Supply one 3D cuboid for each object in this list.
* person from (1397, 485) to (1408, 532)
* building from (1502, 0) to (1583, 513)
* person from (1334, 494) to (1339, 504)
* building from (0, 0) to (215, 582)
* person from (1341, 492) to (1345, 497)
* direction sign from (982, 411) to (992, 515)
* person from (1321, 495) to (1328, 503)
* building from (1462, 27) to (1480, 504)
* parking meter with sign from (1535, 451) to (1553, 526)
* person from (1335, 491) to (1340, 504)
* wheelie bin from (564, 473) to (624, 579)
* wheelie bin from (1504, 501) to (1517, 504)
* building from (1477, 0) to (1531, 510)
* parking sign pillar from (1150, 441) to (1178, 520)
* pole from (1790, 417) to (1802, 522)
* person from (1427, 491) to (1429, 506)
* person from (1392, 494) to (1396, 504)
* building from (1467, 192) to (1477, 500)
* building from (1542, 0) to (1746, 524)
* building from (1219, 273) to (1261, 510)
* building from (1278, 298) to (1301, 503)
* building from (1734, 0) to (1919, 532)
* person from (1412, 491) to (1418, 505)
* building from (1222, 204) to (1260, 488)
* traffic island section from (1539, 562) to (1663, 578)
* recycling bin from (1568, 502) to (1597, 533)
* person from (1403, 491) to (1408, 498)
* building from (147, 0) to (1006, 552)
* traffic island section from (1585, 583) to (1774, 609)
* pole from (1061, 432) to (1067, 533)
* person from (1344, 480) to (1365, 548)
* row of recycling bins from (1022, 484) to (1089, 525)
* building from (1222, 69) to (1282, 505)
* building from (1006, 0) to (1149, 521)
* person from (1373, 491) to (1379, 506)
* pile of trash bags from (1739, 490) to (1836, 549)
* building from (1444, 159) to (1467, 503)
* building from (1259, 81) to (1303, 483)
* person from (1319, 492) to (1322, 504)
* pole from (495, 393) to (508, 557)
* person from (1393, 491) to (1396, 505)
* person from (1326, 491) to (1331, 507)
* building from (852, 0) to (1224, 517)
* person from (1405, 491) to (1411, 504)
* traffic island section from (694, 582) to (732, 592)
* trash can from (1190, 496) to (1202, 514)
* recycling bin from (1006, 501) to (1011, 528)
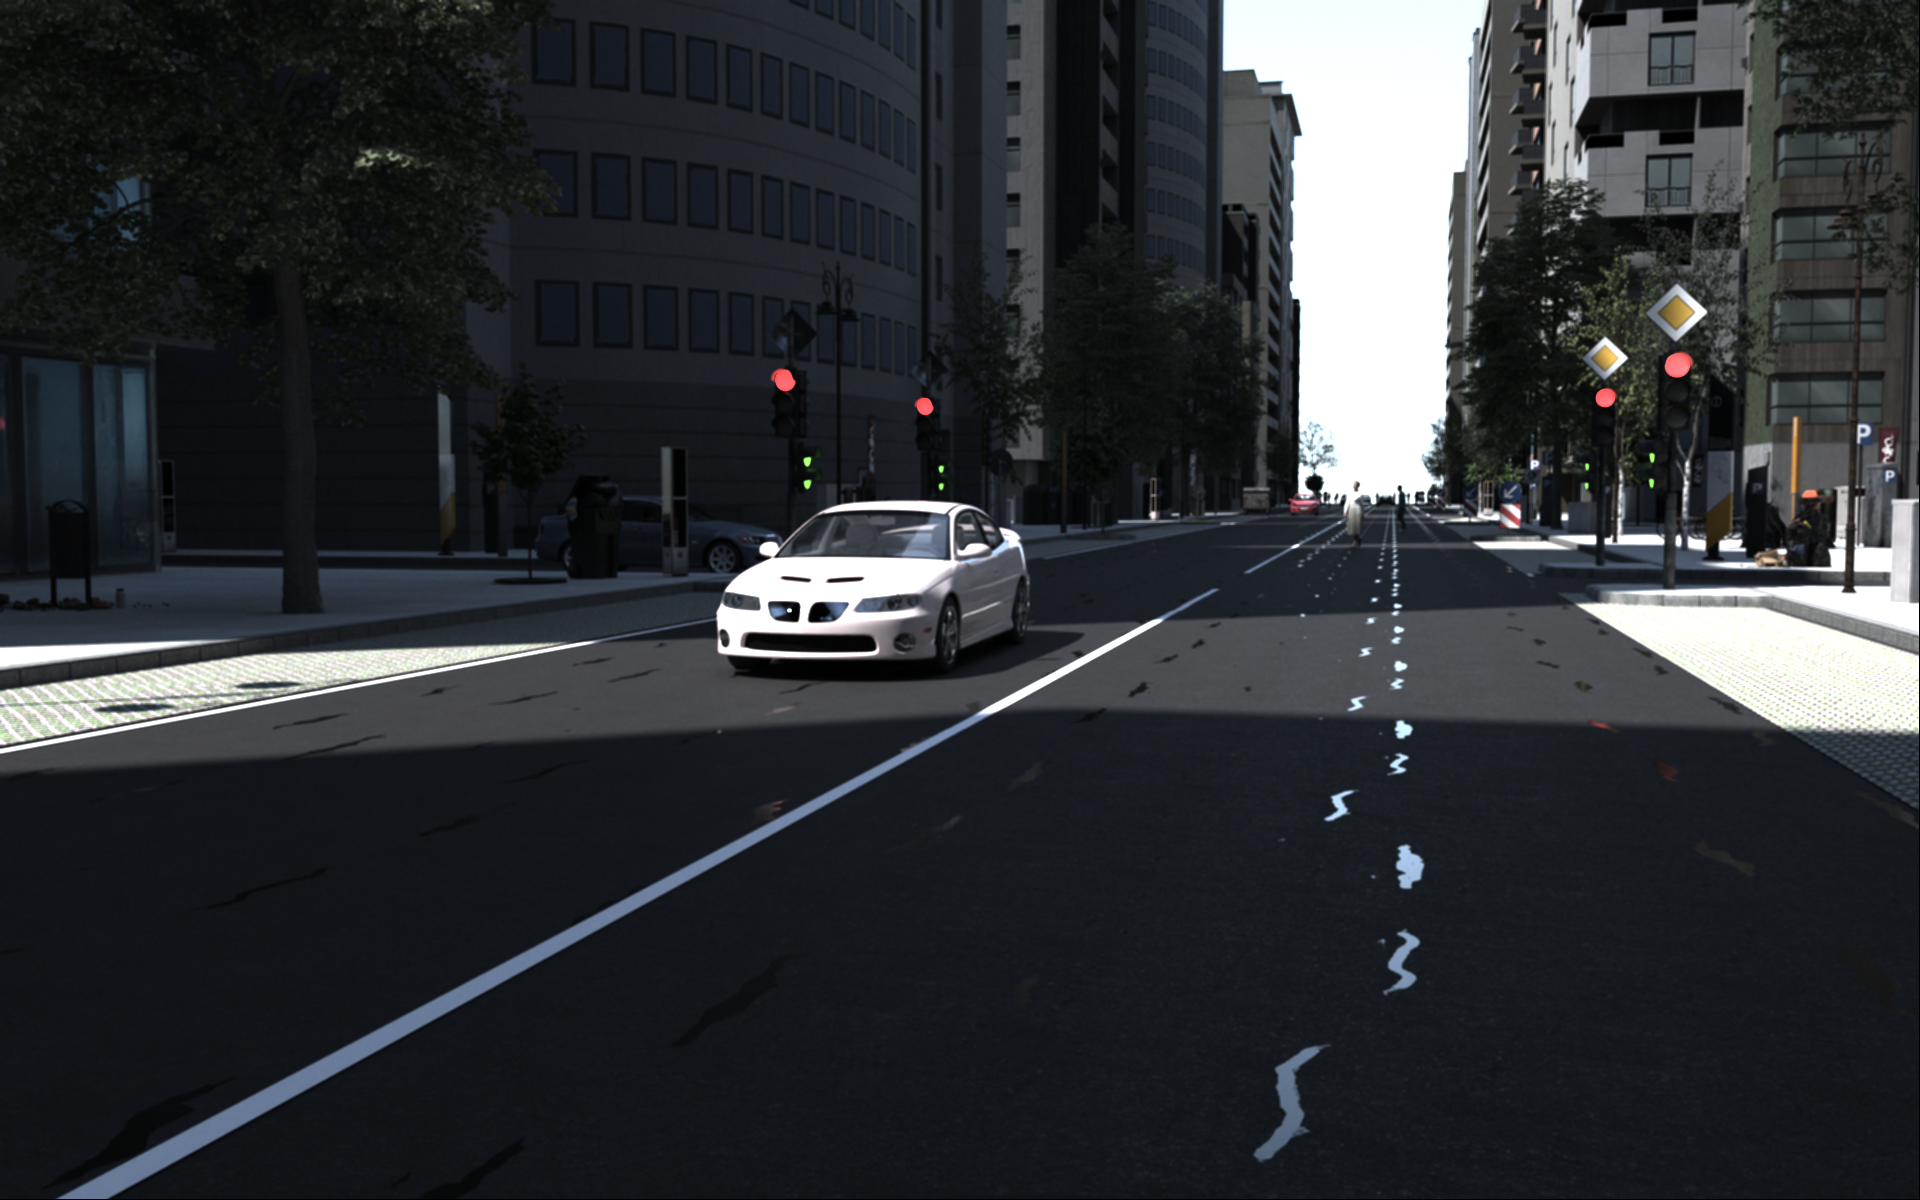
[{"bbox_3d":[16.865,-3.497,66.018,0.444,1.785,0.601,1,4,15],"label":"person"},{"bbox_3d":[50.623,-28.603,122.276,22.147,44.769,28.867,1,4,14],"label":"building"},{"bbox_3d":[52.417,-14.037,241.239,0.697,1.427,0.421,1,4,22],"label":"person"},{"bbox_3d":[-27.777,-24.536,20.772,30.456,49.044,23.786,1,4,14],"label":"building"},{"bbox_3d":[55.101,-14.619,248.309,1.217,1.735,0.721,-1,4,-12],"label":"person"},{"bbox_3d":[0.736,-3.410,47.752,0.379,3.537,0.876,1,4,17],"label":"direction sign"},{"bbox_3d":[50.608,-14.150,239.942,1.348,1.812,0.705,3,5,41],"label":"person"},{"bbox_3d":[74.660,-41.382,218.586,21.231,58.520,28.212,1,4,14],"label":"building"},{"bbox_3d":[23.606,-4.486,69.612,0.543,3.016,1.738,2,4,23],"label":"parking meter with sign"},{"bbox_3d":[56.981,-15.474,261.371,0.709,1.838,0.599,2,4,34],"label":"person"},{"bbox_3d":[-5.544,-1.132,26.420,0.693,1.594,0.980,2,4,30],"label":"wheelie bin"},{"bbox_3d":[32.813,-5.824,103.134,0.980,1.594,0.693,-3,5,-44],"label":"wheelie bin"},{"bbox_3d":[55.441,-32.015,147.152,21.300,48.544,21.600,1,4,14],"label":"building"},{"bbox_3d":[10.343,-6.068,87.681,1.447,3.967,1.447,2,4,25],"label":"parking sign pillar"},{"bbox_3d":[22.083,-3.175,45.759,0.158,3.312,0.155,0,3,0],"label":"pole"},{"bbox_3d":[54.994,-11.921,203.413,0.705,1.824,1.348,0,4,5],"label":"person"},{"bbox_3d":[64.765,-15.218,258.003,1.217,1.739,0.721,2,4,26],"label":"person"},{"bbox_3d":[56.143,-24.110,165.895,14.160,30.474,14.107,1,4,14],"label":"building"},{"bbox_3d":[44.157,-30.342,85.334,28.713,52.752,27.495,1,4,14],"label":"building"},{"bbox_3d":[11.411,-18.830,152.904,27.650,21.520,28.899,1,4,14],"label":"building"},{"bbox_3d":[41.102,-29.104,247.549,14.160,30.474,14.107,1,4,14],"label":"building"},{"bbox_3d":[33.657,-17.504,57.886,14.160,30.474,14.107,1,4,14],"label":"building"},{"bbox_3d":[55.061,-12.278,209.205,0.705,1.831,1.348,3,5,42],"label":"person"},{"bbox_3d":[22.149,-24.515,172.528,14.160,30.474,14.107,1,4,14],"label":"building"},{"bbox_3d":[11.490,-0.536,31.037,2.009,0.180,2.903,1,4,14],"label":"traffic island section"},{"bbox_3d":[20.478,-2.716,56.962,0.722,1.027,0.722,3,5,42],"label":"recycling bin"},{"bbox_3d":[60.296,-13.879,235.437,1.348,1.822,0.705,3,5,43],"label":"person"},{"bbox_3d":[-11.852,-31.151,51.319,21.231,58.520,28.212,1,4,14],"label":"building"},{"bbox_3d":[9.554,-0.062,23.289,2.009,0.180,2.903,1,4,14],"label":"traffic island section"},{"bbox_3d":[3.408,-3.854,56.852,0.158,3.312,0.155,0,3,0],"label":"pole"},{"bbox_3d":[10.574,-2.295,46.250,0.641,1.798,0.478,-3,5,-42],"label":"person"},{"bbox_3d":[3.984,-4.017,72.784,3.534,1.692,1.069,-3,5,-42],"label":"row of recycling bins"},{"bbox_3d":[26.199,-35.473,203.687,21.300,48.544,21.600,1,4,14],"label":"building"},{"bbox_3d":[1.434,-19.261,86.620,14.160,30.474,14.107,1,4,14],"label":"building"},{"bbox_3d":[48.726,-11.863,202.451,0.705,1.826,1.348,3,5,40],"label":"person"},{"bbox_3d":[20.186,-1.963,41.850,1.912,1.369,3.447,3,5,39],"label":"pile of trash bags"},{"bbox_3d":[79.915,-37.950,244.186,21.300,48.544,21.600,1,4,14],"label":"building"},{"bbox_3d":[29.683,-39.087,228.313,28.713,52.752,27.495,1,4,14],"label":"building"},{"bbox_3d":[48.453,-13.670,232.669,0.621,1.740,0.551,-1,4,-17],"label":"person"},{"bbox_3d":[-9.317,-2.528,35.183,0.158,3.312,0.155,0,3,0],"label":"pole"},{"bbox_3d":[59.274,-13.946,236.484,0.705,1.831,1.348,0,4,6],"label":"person"},{"bbox_3d":[40.920,-11.187,192.226,0.721,1.723,1.217,2,4,29],"label":"person"},{"bbox_3d":[6.858,-35.568,123.533,21.231,58.520,28.212,1,4,14],"label":"building"},{"bbox_3d":[64.564,-14.728,249.400,0.705,1.812,1.348,-2,4,-29],"label":"person"},{"bbox_3d":[-2.565,-0.246,26.310,2.009,0.180,2.903,1,4,14],"label":"traffic island section"},{"bbox_3d":[14.442,-5.758,105.797,0.748,1.137,0.748,0,3,0],"label":"trash can"},{"bbox_3d":[1.447,-3.214,65.099,0.722,1.027,0.722,-2,4,-32],"label":"recycling bin"}]
